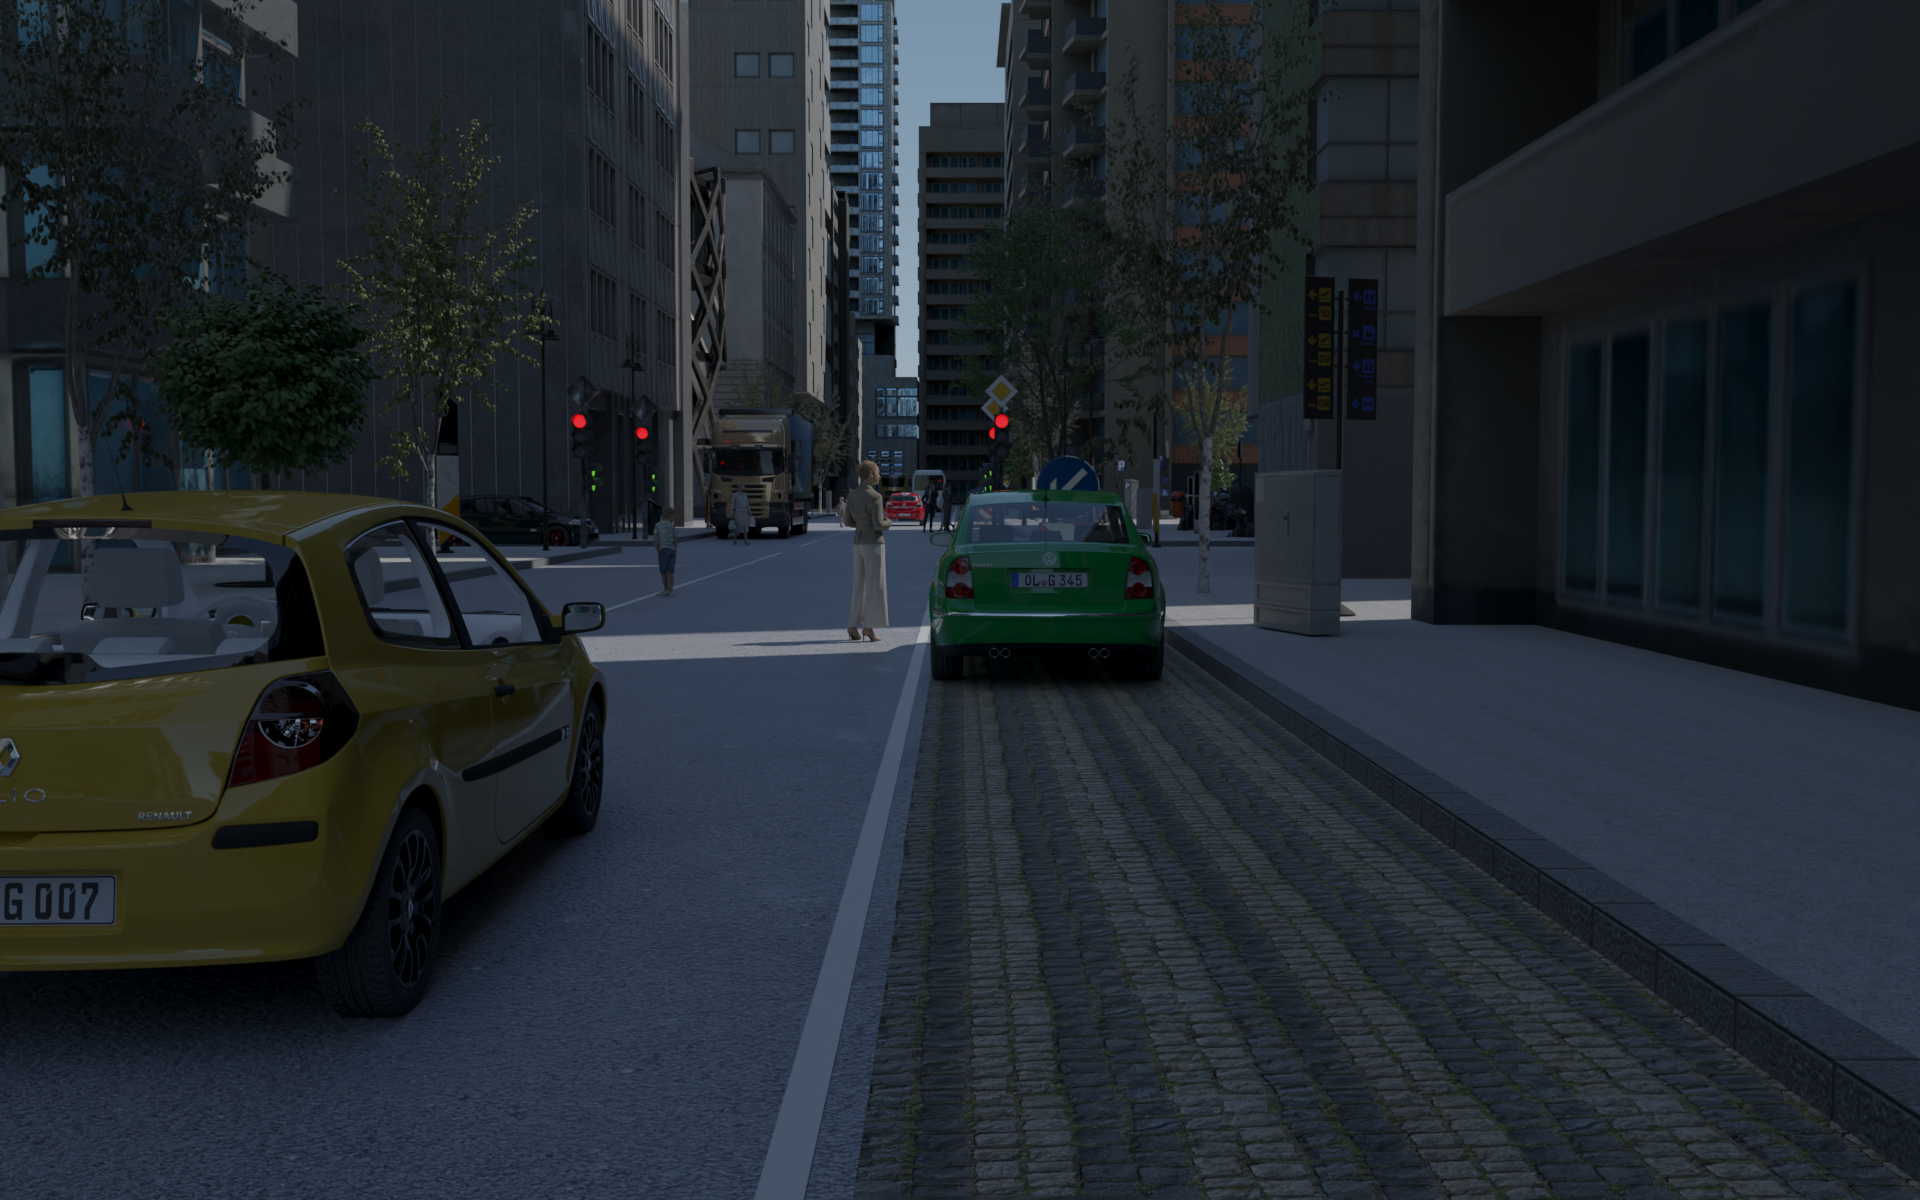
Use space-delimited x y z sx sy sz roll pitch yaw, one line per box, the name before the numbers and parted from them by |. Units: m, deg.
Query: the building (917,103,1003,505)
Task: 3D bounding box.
building | 5.569 -36.348 217.987 21.600 48.544 21.300 0 3 0

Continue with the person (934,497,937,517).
person | -1.748 -6.058 107.722 0.661 1.801 0.590 3 5 40

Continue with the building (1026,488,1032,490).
building | 21.157 -27.237 137.206 32.217 40.220 23.993 0 3 0

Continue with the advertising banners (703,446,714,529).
advertising banners | -9.380 -4.173 64.413 0.090 3.025 2.074 0 4 1

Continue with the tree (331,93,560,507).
tree | -9.968 -5.047 32.875 4.737 8.622 4.395 0 3 0

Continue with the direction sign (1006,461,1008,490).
direction sign | 3.030 -7.246 110.463 0.379 3.537 0.876 1 4 16

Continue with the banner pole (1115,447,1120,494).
banner pole | 8.403 -6.265 92.448 0.401 3.779 0.863 -1 4 -10

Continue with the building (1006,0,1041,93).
building | 15.193 -32.811 160.162 21.300 48.544 21.600 0 3 0

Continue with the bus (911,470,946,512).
bus | -2.512 -8.841 139.411 2.948 3.499 13.247 0 4 -1

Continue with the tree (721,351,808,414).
tree | -10.339 -8.531 89.836 4.737 8.622 4.395 0 3 0

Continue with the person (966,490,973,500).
person | 0.943 -8.370 145.904 0.990 1.755 0.434 -1 4 -16

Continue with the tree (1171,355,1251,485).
tree | 13.121 -8.567 90.434 4.737 8.622 4.395 0 3 0

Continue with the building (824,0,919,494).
building | -20.731 -55.359 217.796 31.000 86.520 22.319 0 3 0

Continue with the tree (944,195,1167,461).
tree | 3.280 -8.162 59.205 9.928 11.665 9.643 0 3 0

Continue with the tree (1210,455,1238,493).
tree | 12.528 -5.501 84.538 1.663 3.219 1.824 0 3 0

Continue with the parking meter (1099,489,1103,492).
parking meter | 6.798 -4.675 84.852 0.372 1.533 0.369 0 3 0

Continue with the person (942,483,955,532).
person | -0.401 -3.424 64.294 0.447 1.846 0.655 1 4 20

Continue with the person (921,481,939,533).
person | -1.098 -3.459 64.423 0.648 1.900 0.474 -1 4 -14

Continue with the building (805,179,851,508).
building | -17.478 -23.643 158.256 14.160 30.474 14.107 0 3 0

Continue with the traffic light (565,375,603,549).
traffic light | -8.855 -3.169 40.732 0.839 4.253 0.868 0 3 0

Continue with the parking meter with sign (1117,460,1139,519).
parking meter with sign | 8.946 -5.739 90.095 0.543 3.016 1.738 3 5 44

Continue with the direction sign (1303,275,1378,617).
direction sign | 3.986 -1.602 18.189 0.876 3.537 0.379 -1 4 -21

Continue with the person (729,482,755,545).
person | -6.172 -2.450 48.916 0.694 1.780 0.624 -1 4 -21

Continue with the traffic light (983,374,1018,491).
traffic light | 0.956 -3.170 40.749 0.839 4.253 0.868 0 3 0

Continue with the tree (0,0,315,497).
tree | -9.539 -4.214 19.263 4.360 8.622 3.978 0 3 0

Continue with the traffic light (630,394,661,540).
traffic light | -8.856 -3.657 48.717 0.839 4.253 0.868 0 3 0

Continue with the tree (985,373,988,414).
tree | 3.114 -7.128 66.911 4.360 8.622 3.978 0 3 0

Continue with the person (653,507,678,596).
person | -4.147 -0.684 24.373 0.332 1.250 0.352 1 4 13

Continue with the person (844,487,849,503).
person | -6.703 -5.700 101.677 0.713 1.824 0.794 1 4 21

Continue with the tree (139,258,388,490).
tree | -9.705 -2.487 24.369 4.285 4.588 4.351 0 3 0

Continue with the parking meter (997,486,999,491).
parking meter | 2.615 -6.623 113.992 0.399 1.863 0.255 0 4 1

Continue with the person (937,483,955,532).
person | -0.515 -3.493 65.494 0.818 1.842 0.514 -1 4 -19

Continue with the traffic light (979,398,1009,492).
traffic light | 0.955 -3.658 48.734 0.839 4.253 0.868 0 3 0

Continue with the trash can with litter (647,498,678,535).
trash can with litter | -9.363 -2.609 54.037 1.055 1.170 0.624 -1 4 -22

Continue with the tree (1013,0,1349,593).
tree | 3.068 -4.410 22.468 4.360 8.622 3.978 0 3 0

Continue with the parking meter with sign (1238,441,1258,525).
parking meter with sign | 10.073 -3.726 57.175 1.738 3.016 0.543 1 4 18

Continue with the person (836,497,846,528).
person | -5.040 -3.752 74.118 0.475 1.303 0.640 -1 4 -21

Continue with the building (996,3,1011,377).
building | 18.473 -36.410 184.535 28.713 52.752 27.495 0 3 0

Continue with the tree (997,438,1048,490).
tree | 3.683 -6.605 91.713 4.285 4.588 4.351 0 3 0

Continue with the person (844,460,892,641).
person | -0.865 -0.478 16.868 0.362 1.759 0.519 -3 5 -44

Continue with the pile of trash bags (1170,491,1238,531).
pile of trash bags | 8.477 -3.143 61.147 1.912 1.369 3.447 3 5 39

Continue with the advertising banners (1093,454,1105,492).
advertising banners | 5.948 -4.805 74.745 0.090 3.025 2.074 -1 4 -13

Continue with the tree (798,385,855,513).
tree | -9.200 -10.168 116.602 4.360 8.622 3.978 0 3 0
